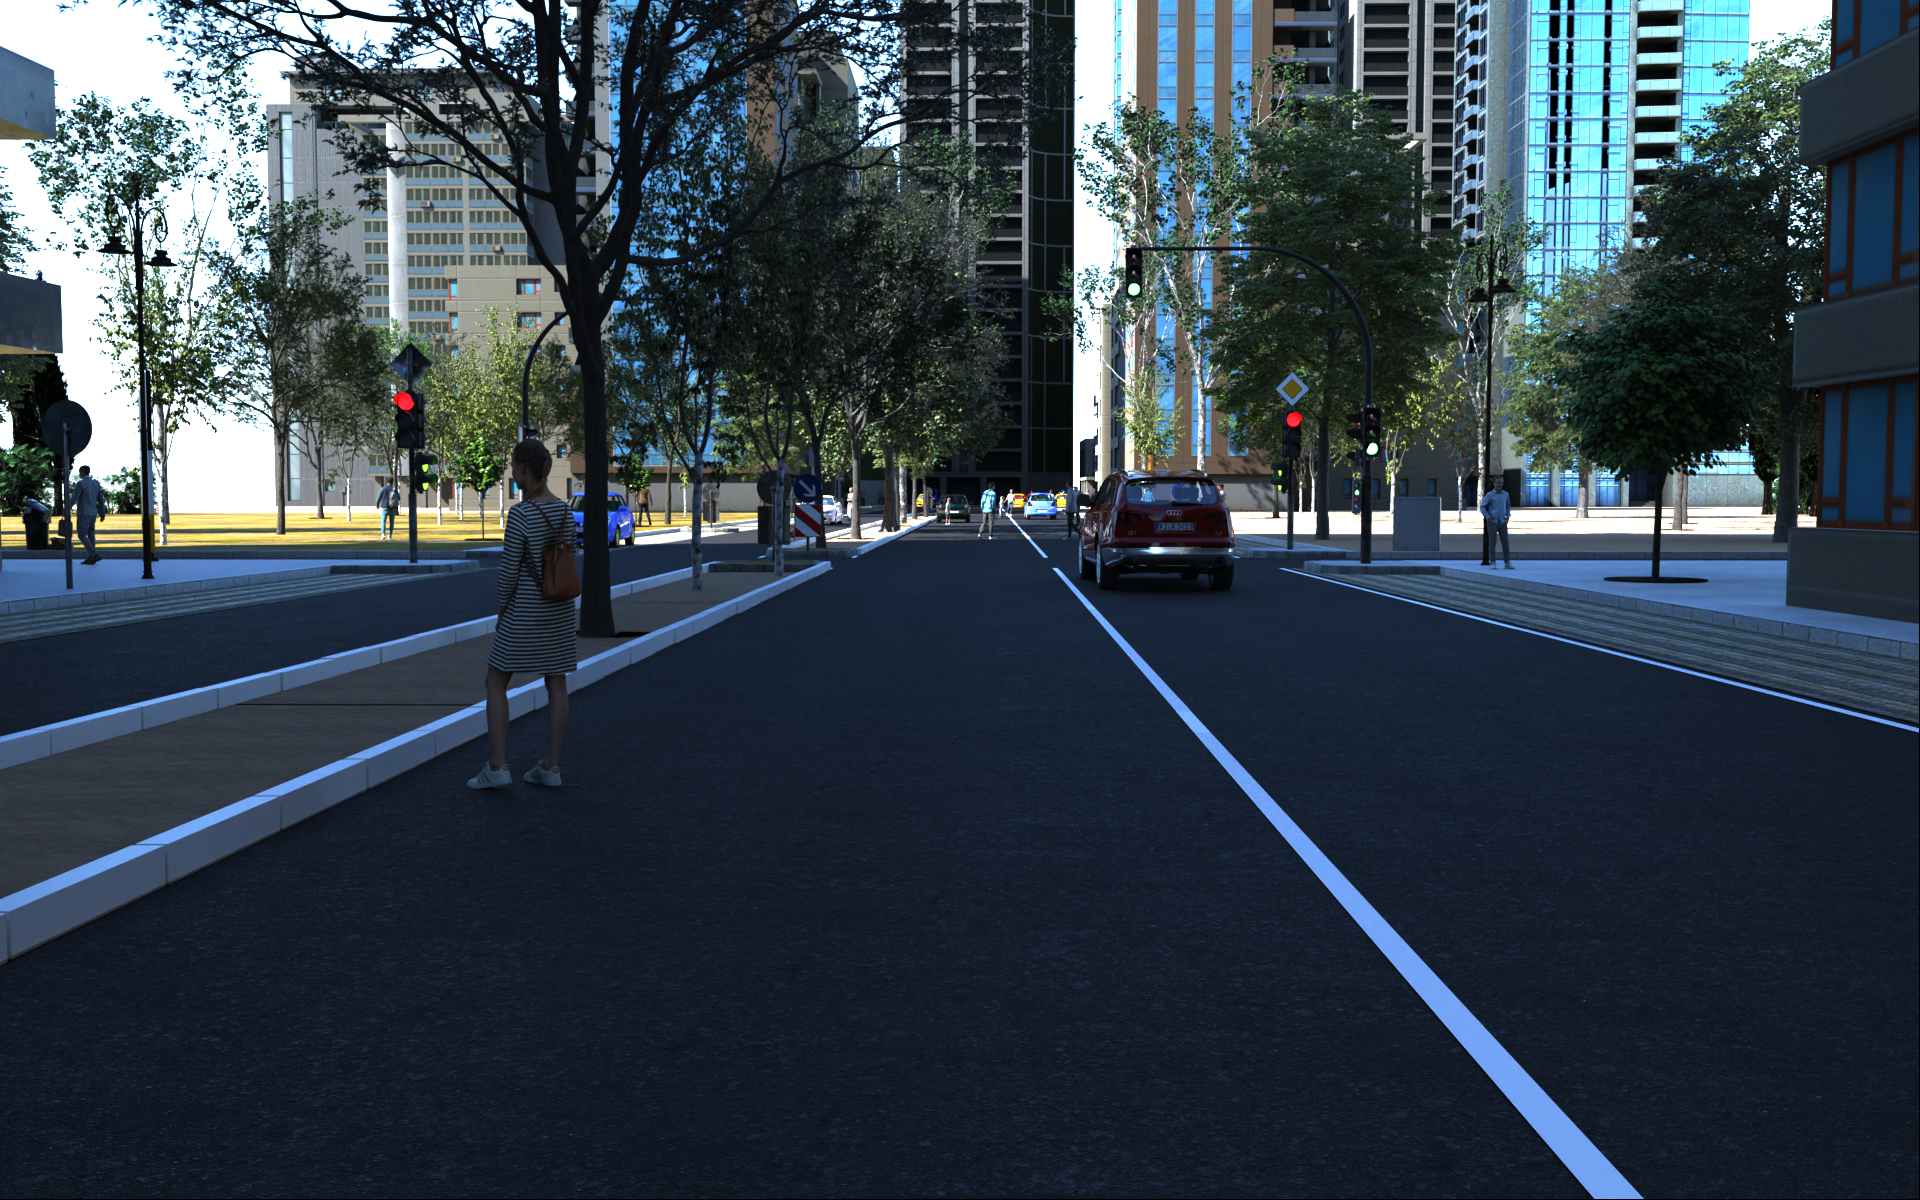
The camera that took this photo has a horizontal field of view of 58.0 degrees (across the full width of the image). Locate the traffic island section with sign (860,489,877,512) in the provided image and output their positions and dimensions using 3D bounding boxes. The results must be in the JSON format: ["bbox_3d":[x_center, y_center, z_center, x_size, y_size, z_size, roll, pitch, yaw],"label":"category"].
[{"bbox_3d":[-8.056,-8.162,142.068,1.989,1.847,2.006,0,4,1],"label":"traffic island section with sign"}]

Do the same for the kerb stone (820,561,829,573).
[{"bbox_3d":[-2.536,-0.565,31.428,0.120,0.150,1.000,0,4,1],"label":"kerb stone"}]

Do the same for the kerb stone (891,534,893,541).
[{"bbox_3d":[-2.193,-1.854,52.513,0.120,0.150,1.000,0,4,1],"label":"kerb stone"}]

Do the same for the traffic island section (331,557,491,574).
[{"bbox_3d":[-10.221,-0.616,32.345,2.009,0.180,2.903,0,4,1],"label":"traffic island section"}]

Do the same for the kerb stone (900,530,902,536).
[{"bbox_3d":[-2.099,-2.167,57.647,0.120,0.150,1.000,0,4,1],"label":"kerb stone"}]

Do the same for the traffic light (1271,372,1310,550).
[{"bbox_3d":[7.612,-3.119,39.914,0.839,4.253,0.868,0,4,1],"label":"traffic light"}]

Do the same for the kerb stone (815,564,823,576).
[{"bbox_3d":[-2.552,-0.501,30.403,0.120,0.150,1.000,0,4,1],"label":"kerb stone"}]

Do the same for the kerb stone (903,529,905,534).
[{"bbox_3d":[-2.066,-2.294,59.698,0.120,0.150,1.000,0,4,1],"label":"kerb stone"}]

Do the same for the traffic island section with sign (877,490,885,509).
[{"bbox_3d":[-7.599,-9.810,169.020,1.989,1.847,2.006,0,4,1],"label":"traffic island section with sign"}]

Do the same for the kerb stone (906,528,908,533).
[{"bbox_3d":[-2.024,-2.419,61.749,0.120,0.150,1.000,0,4,1],"label":"kerb stone"}]

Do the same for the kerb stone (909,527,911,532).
[{"bbox_3d":[-1.992,-2.544,63.793,0.120,0.150,1.000,0,4,1],"label":"kerb stone"}]

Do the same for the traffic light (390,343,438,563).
[{"bbox_3d":[-10.181,-2.648,32.210,0.839,4.253,0.868,0,4,1],"label":"traffic light"}]

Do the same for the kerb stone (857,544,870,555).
[{"bbox_3d":[-2.357,-1.228,42.267,0.120,0.150,1.000,0,4,1],"label":"kerb stone"}]

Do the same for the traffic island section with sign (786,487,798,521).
[{"bbox_3d":[-8.901,-5.092,91.875,1.989,1.847,2.006,0,4,1],"label":"traffic island section with sign"}]

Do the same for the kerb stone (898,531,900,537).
[{"bbox_3d":[-2.117,-2.100,56.623,0.120,0.150,1.000,0,4,1],"label":"kerb stone"}]

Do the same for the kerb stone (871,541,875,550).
[{"bbox_3d":[-2.324,-1.352,44.317,0.120,0.150,1.000,0,4,1],"label":"kerb stone"}]

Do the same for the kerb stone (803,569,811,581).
[{"bbox_3d":[-2.599,-0.377,28.360,0.120,0.150,1.000,0,4,1],"label":"kerb stone"}]

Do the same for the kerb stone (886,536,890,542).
[{"bbox_3d":[-2.215,-1.729,50.465,0.120,0.150,1.000,0,4,1],"label":"kerb stone"}]

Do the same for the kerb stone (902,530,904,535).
[{"bbox_3d":[-2.079,-2.231,58.676,0.120,0.150,1.000,0,4,1],"label":"kerb stone"}]

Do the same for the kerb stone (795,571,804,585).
[{"bbox_3d":[-2.610,-0.315,27.338,0.120,0.150,1.000,0,4,1],"label":"kerb stone"}]

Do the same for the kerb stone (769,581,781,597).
[{"bbox_3d":[-2.660,-0.126,24.259,0.120,0.150,1.000,0,4,1],"label":"kerb stone"}]

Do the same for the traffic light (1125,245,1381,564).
[{"bbox_3d":[5.385,-3.496,31.824,4.771,5.953,1.251,0,4,1],"label":"traffic light"}]

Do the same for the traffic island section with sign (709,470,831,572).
[{"bbox_3d":[-3.568,-1.488,32.468,2.006,1.907,1.989,0,4,1],"label":"traffic island section with sign"}]

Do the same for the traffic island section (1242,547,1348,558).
[{"bbox_3d":[7.652,-1.085,40.027,2.009,0.180,2.903,0,4,1],"label":"traffic island section"}]

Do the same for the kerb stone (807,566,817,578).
[{"bbox_3d":[-2.576,-0.440,29.382,0.120,0.150,1.000,0,4,1],"label":"kerb stone"}]

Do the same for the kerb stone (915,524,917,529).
[{"bbox_3d":[-1.911,-2.856,68.904,0.120,0.150,1.000,0,4,1],"label":"kerb stone"}]

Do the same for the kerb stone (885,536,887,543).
[{"bbox_3d":[-2.242,-1.662,49.437,0.120,0.150,1.000,0,4,1],"label":"kerb stone"}]

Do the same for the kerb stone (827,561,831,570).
[{"bbox_3d":[-2.525,-0.627,32.450,0.120,0.150,1.000,0,4,1],"label":"kerb stone"}]

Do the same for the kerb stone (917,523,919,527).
[{"bbox_3d":[-1.884,-2.979,70.955,0.120,0.150,1.000,0,4,1],"label":"kerb stone"}]

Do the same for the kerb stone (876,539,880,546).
[{"bbox_3d":[-2.299,-1.478,46.363,0.120,0.150,1.000,0,4,1],"label":"kerb stone"}]

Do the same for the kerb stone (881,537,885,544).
[{"bbox_3d":[-2.260,-1.604,48.414,0.120,0.150,1.000,0,4,1],"label":"kerb stone"}]

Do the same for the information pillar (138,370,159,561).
[{"bbox_3d":[-15.524,-2.551,33.057,0.183,3.616,0.504,-3,5,-42],"label":"information pillar"}]

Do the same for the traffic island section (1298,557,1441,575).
[{"bbox_3d":[7.518,-0.597,32.043,2.009,0.180,2.903,0,4,1],"label":"traffic island section"}]

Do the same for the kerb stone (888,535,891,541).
[{"bbox_3d":[-2.206,-1.792,51.487,0.120,0.150,1.000,0,4,1],"label":"kerb stone"}]

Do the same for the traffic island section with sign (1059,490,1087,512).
[{"bbox_3d":[9.369,-8.143,141.767,1.989,1.847,2.006,0,4,1],"label":"traffic island section with sign"}]

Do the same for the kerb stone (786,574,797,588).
[{"bbox_3d":[-2.625,-0.252,26.314,0.120,0.150,1.000,0,4,1],"label":"kerb stone"}]

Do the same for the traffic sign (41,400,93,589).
[{"bbox_3d":[-12.058,-1.423,23.379,0.768,2.556,0.104,1,4,10],"label":"traffic sign"}]

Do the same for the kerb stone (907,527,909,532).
[{"bbox_3d":[-2.013,-2.482,62.771,0.120,0.150,1.000,0,4,1],"label":"kerb stone"}]

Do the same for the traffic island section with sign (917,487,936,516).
[{"bbox_3d":[-2.182,-6.536,115.002,2.006,1.907,1.989,0,4,1],"label":"traffic island section with sign"}]

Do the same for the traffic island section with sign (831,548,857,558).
[{"bbox_3d":[-3.434,-1.941,39.873,2.006,1.907,1.989,0,4,1],"label":"traffic island section with sign"}]

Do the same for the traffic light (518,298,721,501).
[{"bbox_3d":[-7.954,-4.008,40.194,4.771,5.953,1.251,0,4,1],"label":"traffic light"}]

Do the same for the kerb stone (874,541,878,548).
[{"bbox_3d":[-2.308,-1.412,45.339,0.120,0.150,1.000,0,4,1],"label":"kerb stone"}]

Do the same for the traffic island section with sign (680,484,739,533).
[{"bbox_3d":[-9.345,-3.443,64.923,1.989,1.847,2.006,0,4,1],"label":"traffic island section with sign"}]

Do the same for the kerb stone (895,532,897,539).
[{"bbox_3d":[-2.152,-1.977,54.561,0.120,0.150,1.000,0,4,1],"label":"kerb stone"}]

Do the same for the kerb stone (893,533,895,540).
[{"bbox_3d":[-2.172,-1.912,53.535,0.120,0.150,1.000,0,4,1],"label":"kerb stone"}]

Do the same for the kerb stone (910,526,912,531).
[{"bbox_3d":[-1.981,-2.602,64.816,0.120,0.150,1.000,0,4,1],"label":"kerb stone"}]

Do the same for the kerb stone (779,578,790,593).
[{"bbox_3d":[-2.644,-0.186,25.288,0.120,0.150,1.000,0,4,1],"label":"kerb stone"}]

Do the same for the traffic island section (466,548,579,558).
[{"bbox_3d":[-10.087,-1.104,40.329,2.009,0.180,2.903,0,4,1],"label":"traffic island section"}]

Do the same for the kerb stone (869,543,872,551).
[{"bbox_3d":[-2.347,-1.290,43.289,0.120,0.150,1.000,0,4,1],"label":"kerb stone"}]

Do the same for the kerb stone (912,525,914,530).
[{"bbox_3d":[-1.948,-2.732,66.860,0.120,0.150,1.000,0,4,1],"label":"kerb stone"}]

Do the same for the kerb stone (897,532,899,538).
[{"bbox_3d":[-2.132,-2.042,55.583,0.120,0.150,1.000,0,4,1],"label":"kerb stone"}]

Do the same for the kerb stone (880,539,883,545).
[{"bbox_3d":[-2.275,-1.537,47.391,0.120,0.150,1.000,0,4,1],"label":"kerb stone"}]

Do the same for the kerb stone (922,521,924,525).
[{"bbox_3d":[-1.791,-3.296,76.078,0.120,0.150,1.000,0,4,1],"label":"kerb stone"}]
